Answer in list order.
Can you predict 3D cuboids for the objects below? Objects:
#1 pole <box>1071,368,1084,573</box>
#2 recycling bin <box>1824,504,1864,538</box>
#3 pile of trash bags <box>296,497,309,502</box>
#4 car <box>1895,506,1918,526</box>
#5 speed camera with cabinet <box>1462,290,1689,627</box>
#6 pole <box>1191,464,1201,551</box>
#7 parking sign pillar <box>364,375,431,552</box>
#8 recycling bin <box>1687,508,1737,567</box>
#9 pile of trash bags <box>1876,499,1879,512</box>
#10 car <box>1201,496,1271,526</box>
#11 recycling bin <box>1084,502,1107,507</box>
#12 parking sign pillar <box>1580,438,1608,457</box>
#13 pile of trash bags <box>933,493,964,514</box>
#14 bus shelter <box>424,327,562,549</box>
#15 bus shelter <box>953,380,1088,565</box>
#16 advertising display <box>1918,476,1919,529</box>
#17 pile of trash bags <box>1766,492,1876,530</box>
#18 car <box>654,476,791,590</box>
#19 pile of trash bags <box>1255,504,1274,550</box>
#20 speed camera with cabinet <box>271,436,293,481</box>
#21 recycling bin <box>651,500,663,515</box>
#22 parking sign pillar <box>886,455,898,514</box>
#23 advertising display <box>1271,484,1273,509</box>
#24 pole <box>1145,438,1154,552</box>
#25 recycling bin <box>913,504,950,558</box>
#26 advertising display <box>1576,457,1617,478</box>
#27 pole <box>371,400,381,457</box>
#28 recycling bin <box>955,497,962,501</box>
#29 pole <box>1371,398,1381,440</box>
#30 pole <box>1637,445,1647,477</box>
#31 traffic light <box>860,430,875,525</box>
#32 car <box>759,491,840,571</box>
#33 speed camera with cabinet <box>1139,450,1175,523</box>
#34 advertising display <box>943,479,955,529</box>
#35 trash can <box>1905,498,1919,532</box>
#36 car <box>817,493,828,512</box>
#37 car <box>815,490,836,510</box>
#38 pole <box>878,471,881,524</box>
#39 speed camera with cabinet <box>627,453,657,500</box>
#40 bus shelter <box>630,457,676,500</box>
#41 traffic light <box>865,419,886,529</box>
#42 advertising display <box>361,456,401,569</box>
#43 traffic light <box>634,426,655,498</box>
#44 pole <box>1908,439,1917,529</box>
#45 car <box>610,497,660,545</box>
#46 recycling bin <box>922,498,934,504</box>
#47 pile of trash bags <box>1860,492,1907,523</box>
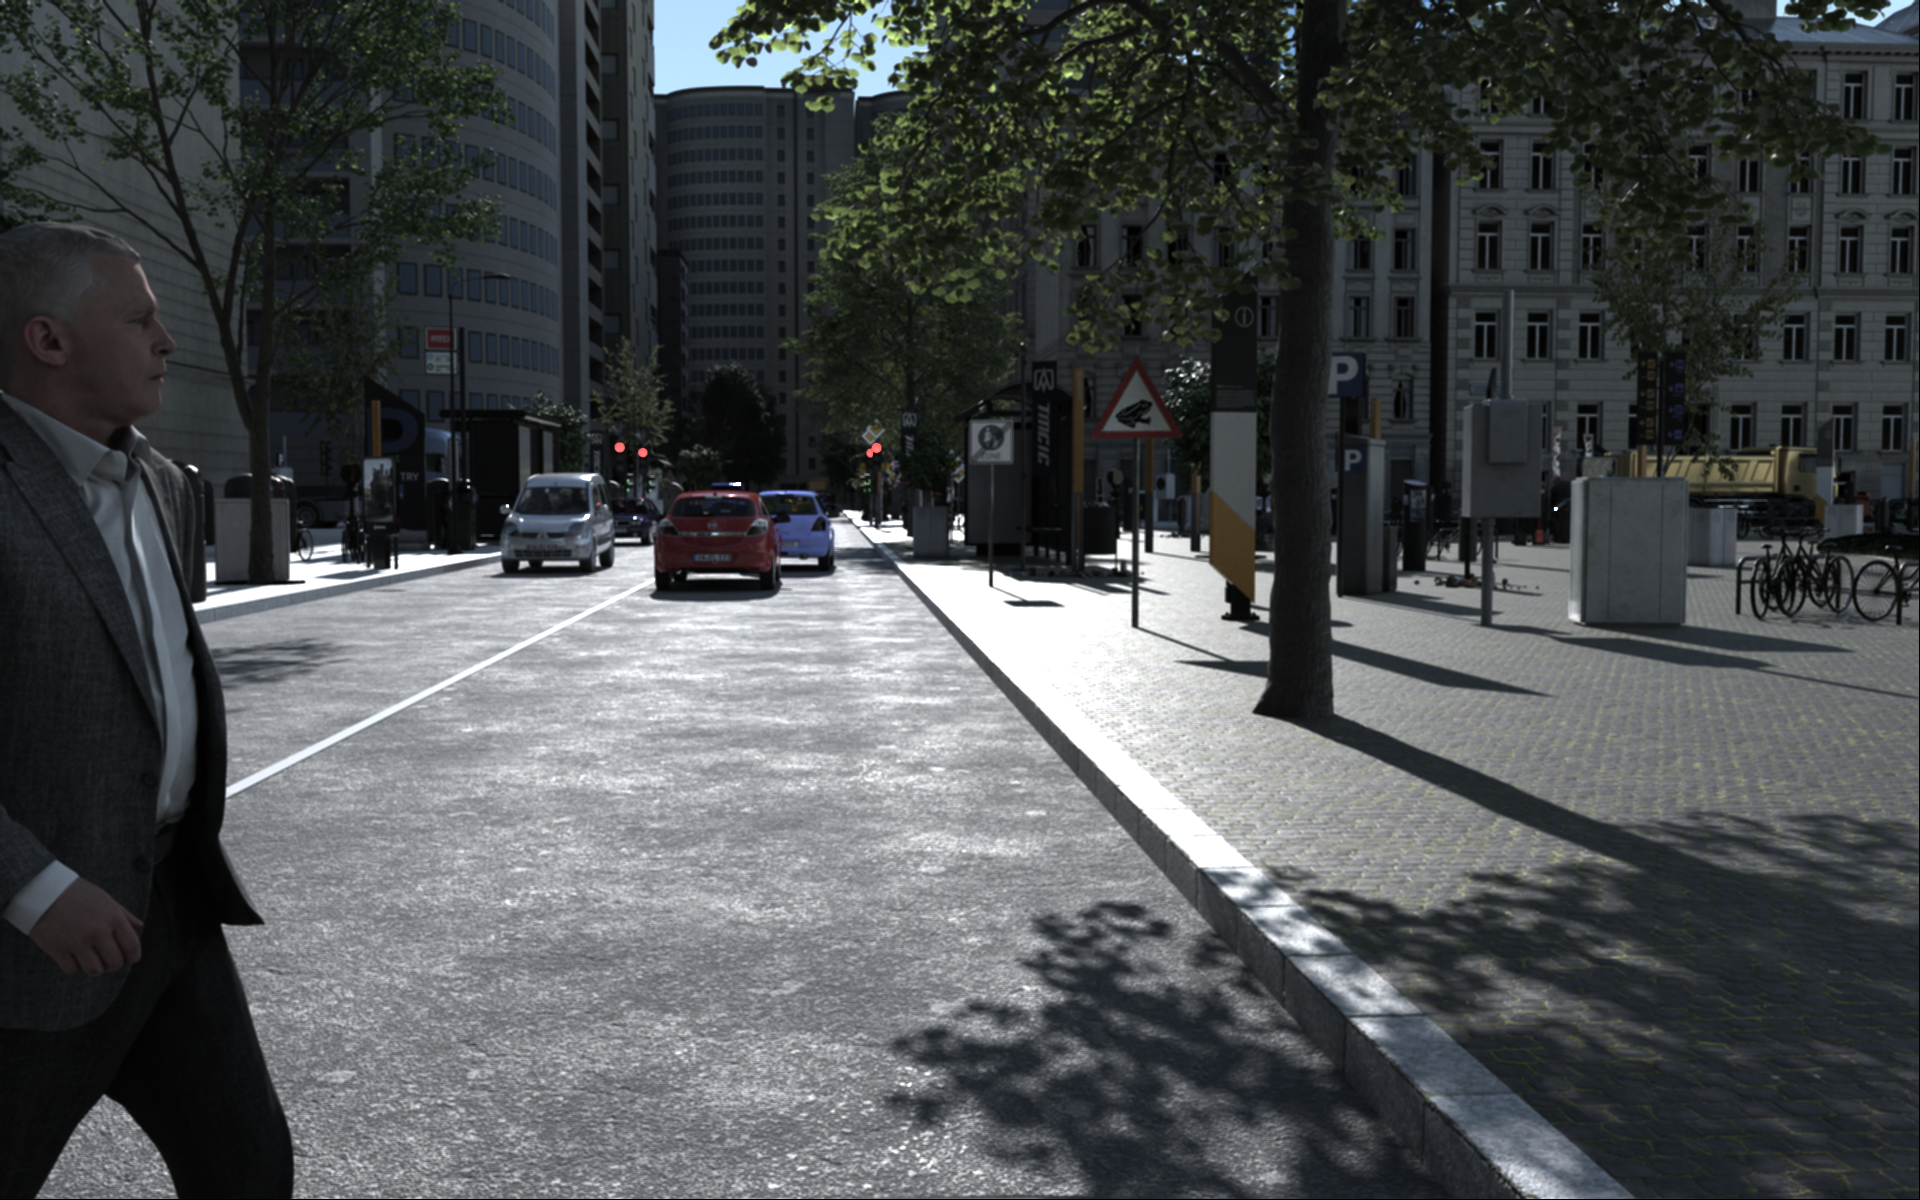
[{"bbox_3d":[1.920,-2.103,28.224,0.158,3.312,0.155,0,3,0],"label":"pole"},{"bbox_3d":[21.383,-1.795,41.908,0.722,1.027,0.722,3,4,39],"label":"recycling bin"},{"bbox_3d":[-27.730,-3.758,71.201,1.912,1.369,3.447,-1,4,-23],"label":"pile of trash bags"},{"bbox_3d":[41.484,-3.880,72.229,4.718,1.807,1.959,0,4,-4],"label":"car"},{"bbox_3d":[6.019,-1.386,16.989,2.038,3.252,0.660,0,4,7],"label":"speed camera with cabinet"},{"bbox_3d":[5.277,-2.744,38.707,0.158,3.312,0.155,0,3,0],"label":"pole"},{"bbox_3d":[-12.738,-3.095,39.081,1.447,3.967,1.447,-1,4,-14],"label":"parking sign pillar"},{"bbox_3d":[13.358,-1.127,30.973,0.722,1.027,0.722,-2,4,-26],"label":"recycling bin"},{"bbox_3d":[39.811,-4.180,78.097,1.912,1.369,3.447,0,4,1],"label":"pile of trash bags"},{"bbox_3d":[12.047,-3.502,69.611,4.827,1.381,2.083,0,4,-5],"label":"car"},{"bbox_3d":[4.104,-2.486,53.193,0.722,1.027,0.722,1,4,13],"label":"recycling bin"},{"bbox_3d":[28.261,-5.429,77.230,1.447,3.967,1.447,-3,4,-36],"label":"parking sign pillar"},{"bbox_3d":[-0.366,-6.135,110.062,3.447,1.369,1.912,3,5,40],"label":"pile of trash bags"},{"bbox_3d":[-11.948,-4.081,44.357,2.179,5.291,8.768,0,4,-5],"label":"bus shelter"},{"bbox_3d":[1.062,-2.417,33.445,2.014,3.302,5.546,0,4,-4],"label":"bus shelter"},{"bbox_3d":[17.335,-1.539,30.381,0.974,1.923,0.123,0,4,3],"label":"advertising display"},{"bbox_3d":[31.007,-3.234,62.629,3.447,1.369,1.912,2,4,24],"label":"pile of trash bags"},{"bbox_3d":[-3.764,-1.118,27.327,2.155,1.783,4.494,0,4,-4],"label":"car"},{"bbox_3d":[6.948,-1.916,41.081,1.912,1.369,3.447,-1,4,-14],"label":"pile of trash bags"},{"bbox_3d":[-23.790,-3.988,59.542,2.038,3.252,0.660,2,4,34],"label":"speed camera with cabinet"},{"bbox_3d":[-13.638,-3.968,77.423,0.722,1.027,0.722,-1,4,-9],"label":"recycling bin"},{"bbox_3d":[-4.729,-7.642,113.412,1.447,3.967,1.447,-3,4,-36],"label":"parking sign pillar"},{"bbox_3d":[10.434,-3.137,56.504,0.123,1.923,0.974,3,5,40],"label":"advertising display"},{"bbox_3d":[4.162,-2.704,38.046,0.158,3.312,0.155,0,3,0],"label":"pole"},{"bbox_3d":[-0.574,-1.378,35.078,0.722,1.027,0.722,0,4,2],"label":"recycling bin"},{"bbox_3d":[11.051,-1.523,30.114,0.974,1.923,0.123,-2,4,-34],"label":"advertising display"},{"bbox_3d":[-12.683,-2.682,37.699,0.158,3.312,0.155,0,3,0],"label":"pole"},{"bbox_3d":[-0.322,-7.138,129.265,0.722,1.027,0.722,-3,5,-41],"label":"recycling bin"},{"bbox_3d":[8.818,-2.626,36.776,0.158,3.312,0.155,0,3,0],"label":"pole"},{"bbox_3d":[16.385,-2.923,41.642,0.158,3.312,0.155,0,3,0],"label":"pole"},{"bbox_3d":[-3.729,-5.088,72.109,0.839,4.253,0.868,0,4,-4],"label":"traffic light"},{"bbox_3d":[-3.311,-1.463,33.518,1.945,1.707,3.694,0,4,-3],"label":"car"},{"bbox_3d":[8.694,-5.081,77.403,0.660,3.252,2.038,-3,4,-38],"label":"speed camera with cabinet"},{"bbox_3d":[-0.400,-3.623,64.452,0.123,1.923,0.974,1,4,19],"label":"advertising display"},{"bbox_3d":[32.048,-2.834,57.987,0.748,1.137,0.748,0,3,0],"label":"trash can"},{"bbox_3d":[-11.600,-7.940,139.416,1.945,1.707,3.694,0,4,-4],"label":"car"},{"bbox_3d":[-12.260,-9.002,155.851,2.281,1.827,5.304,0,4,-5],"label":"car"},{"bbox_3d":[-3.476,-4.926,74.387,0.158,3.312,0.155,0,3,0],"label":"pole"},{"bbox_3d":[-15.455,-5.485,84.011,0.660,3.252,2.038,1,4,18],"label":"speed camera with cabinet"},{"bbox_3d":[-17.313,-6.361,97.933,2.014,3.302,5.546,0,4,-4],"label":"bus shelter"},{"bbox_3d":[-3.114,-4.601,64.148,0.839,4.253,0.868,0,4,-4],"label":"traffic light"},{"bbox_3d":[-9.944,-1.501,29.752,0.974,1.923,0.123,3,5,39],"label":"advertising display"},{"bbox_3d":[-13.012,-5.043,71.378,0.839,4.253,0.868,0,4,-4],"label":"traffic light"},{"bbox_3d":[35.118,-4.284,63.891,0.158,3.312,0.155,0,3,0],"label":"pole"},{"bbox_3d":[-9.605,-2.280,49.858,1.945,1.354,3.894,0,4,-2],"label":"car"},{"bbox_3d":[-2.339,-6.767,123.187,0.722,1.027,0.722,2,4,31],"label":"recycling bin"},{"bbox_3d":[42.855,-4.185,78.170,3.447,1.369,1.912,-1,4,-19],"label":"pile of trash bags"}]
